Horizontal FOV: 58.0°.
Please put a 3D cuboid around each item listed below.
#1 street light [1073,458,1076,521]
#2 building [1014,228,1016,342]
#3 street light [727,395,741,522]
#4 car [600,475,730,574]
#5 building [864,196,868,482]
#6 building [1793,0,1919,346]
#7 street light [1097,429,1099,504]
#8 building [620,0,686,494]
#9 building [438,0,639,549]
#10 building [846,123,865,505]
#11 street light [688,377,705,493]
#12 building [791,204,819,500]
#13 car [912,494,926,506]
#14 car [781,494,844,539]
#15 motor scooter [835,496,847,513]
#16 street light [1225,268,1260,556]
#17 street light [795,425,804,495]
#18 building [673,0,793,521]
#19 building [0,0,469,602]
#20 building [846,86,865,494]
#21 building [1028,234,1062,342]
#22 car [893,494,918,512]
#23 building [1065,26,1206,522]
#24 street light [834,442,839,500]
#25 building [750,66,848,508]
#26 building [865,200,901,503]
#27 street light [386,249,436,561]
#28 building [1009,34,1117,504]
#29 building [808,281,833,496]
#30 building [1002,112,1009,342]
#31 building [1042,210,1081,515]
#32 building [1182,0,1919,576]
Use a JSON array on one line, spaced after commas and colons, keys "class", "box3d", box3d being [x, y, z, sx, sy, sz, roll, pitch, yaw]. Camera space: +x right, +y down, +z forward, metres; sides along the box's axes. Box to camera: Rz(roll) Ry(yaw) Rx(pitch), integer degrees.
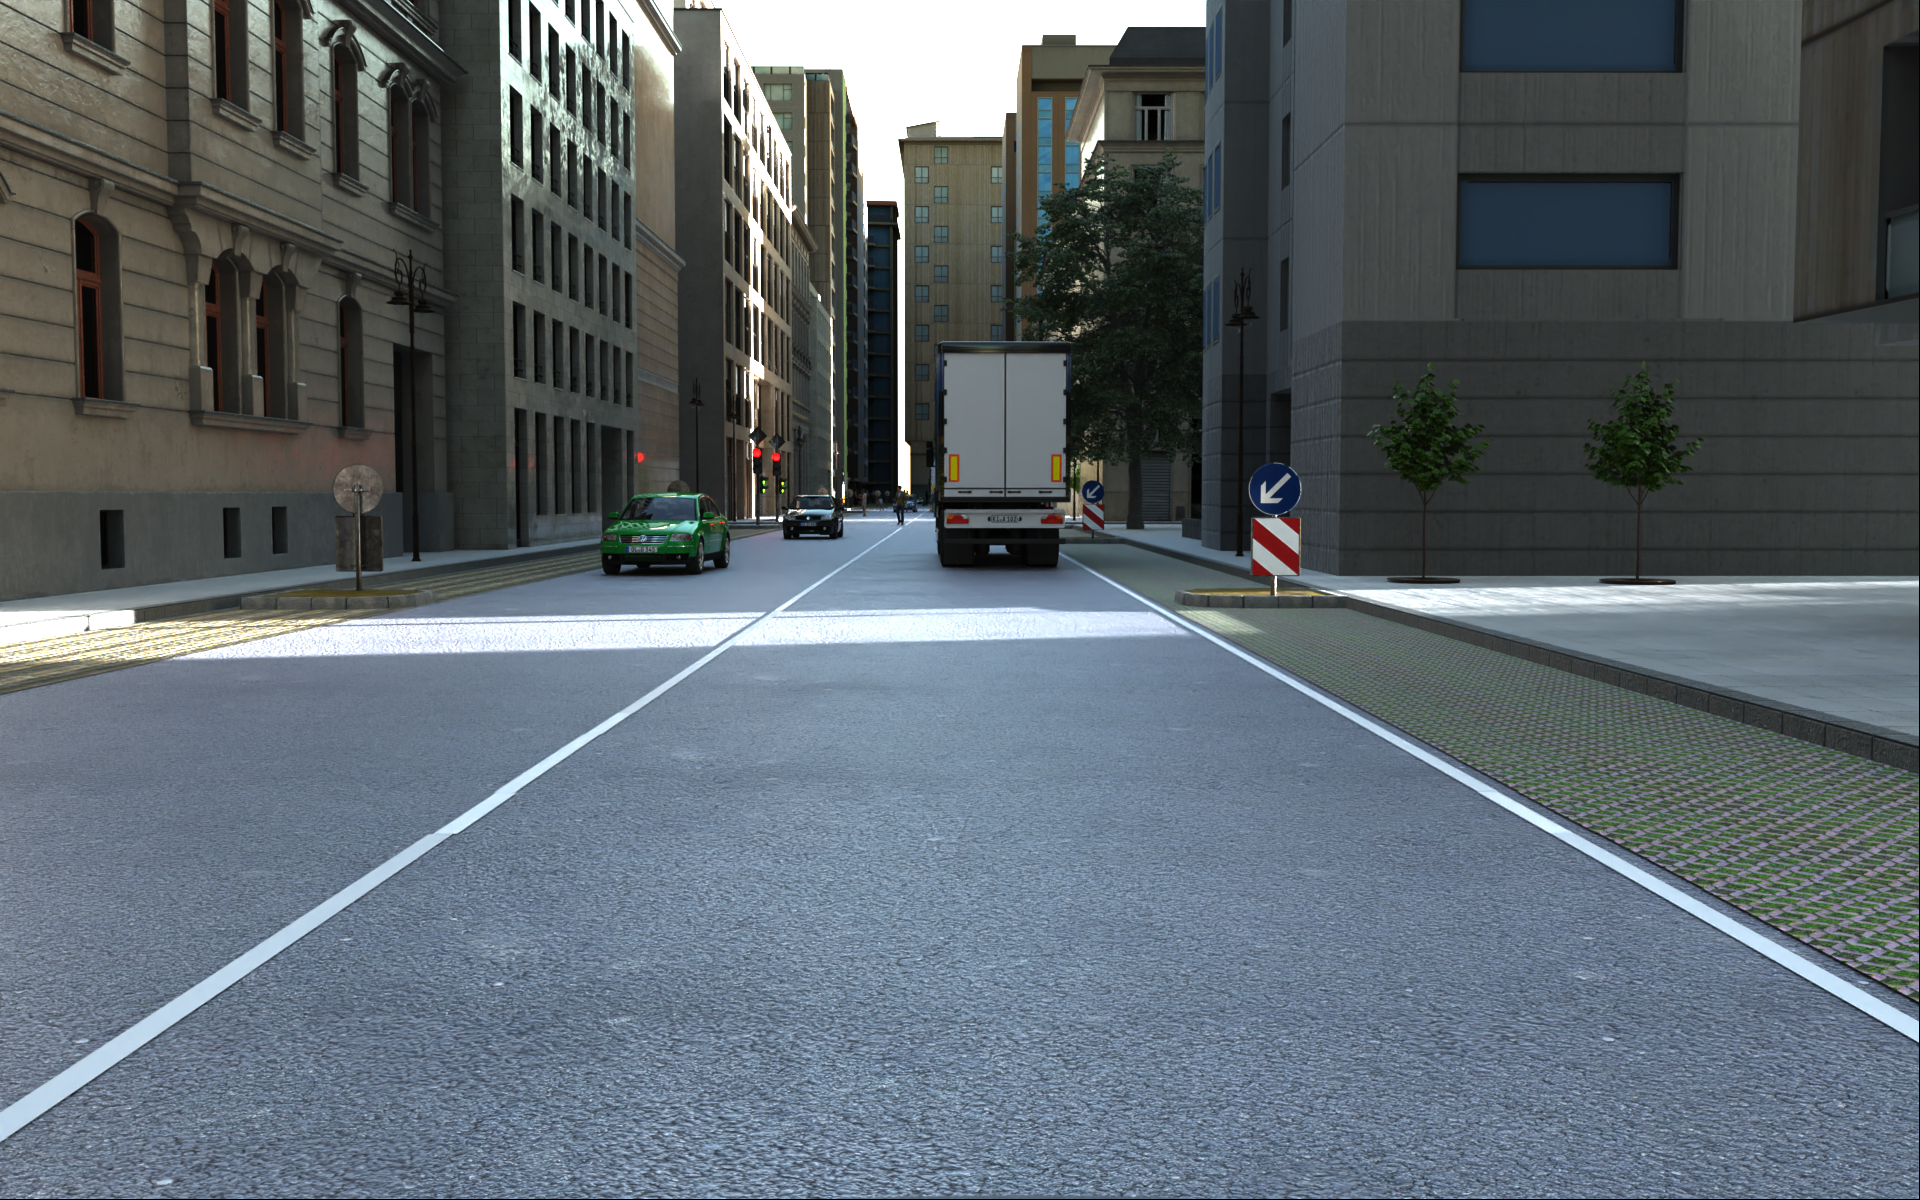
[{"class": "street light", "box3d": [5.550, -6.799, 83.944, 0.468, 5.910, 1.993, 0, 4, 0]}, {"class": "building", "box3d": [12.743, -25.310, 185.525, 14.160, 30.474, 14.107, 0, 4, 0]}, {"class": "street light", "box3d": [-10.509, -6.593, 80.585, 0.468, 5.910, 1.993, 0, 4, 0]}, {"class": "car", "box3d": [-5.444, -1.438, 32.314, 1.959, 1.807, 4.718, 0, 4, 2]}, {"class": "building", "box3d": [-18.975, -32.981, 222.839, 14.086, 41.232, 14.154, 0, 4, 0]}, {"class": "building", "box3d": [36.225, -23.174, 62.498, 14.086, 41.232, 14.154, 0, 4, 0]}, {"class": "street light", "box3d": [5.678, -6.019, 71.204, 0.468, 5.910, 1.993, 0, 4, 0]}, {"class": "building", "box3d": [-21.308, -17.086, 65.258, 20.117, 28.700, 13.634, 0, 4, 0]}, {"class": "building", "box3d": [-15.659, -11.802, 47.718, 10.420, 20.320, 16.860, 0, 4, 0]}, {"class": "building", "box3d": [-18.624, -33.926, 204.804, 14.600, 45.320, 14.200, 0, 4, 0]}, {"class": "street light", "box3d": [-10.401, -5.857, 68.551, 0.468, 5.910, 1.993, 0, 4, 0]}, {"class": "building", "box3d": [-16.268, -17.992, 123.049, 11.050, 23.489, 19.941, 0, 4, 0]}, {"class": "car", "box3d": [-5.075, -11.904, 206.428, 2.131, 1.459, 4.920, 0, 3, 0]}, {"class": "car", "box3d": [-4.768, -2.856, 56.481, 2.009, 1.686, 4.222, 0, 4, 0]}, {"class": "motor scooter", "box3d": [-8.358, -6.656, 121.604, 0.815, 1.314, 1.986, 0, 4, -1]}, {"class": "street light", "box3d": [5.770, -3.838, 35.546, 0.468, 5.910, 1.993, 0, 4, 0]}, {"class": "street light", "box3d": [-10.705, -8.738, 115.659, 0.468, 5.910, 1.993, 0, 4, 0]}, {"class": "building", "box3d": [-20.503, -17.824, 95.944, 19.350, 26.468, 34.151, 0, 4, 0]}, {"class": "building", "box3d": [-17.638, -14.673, 27.289, 14.401, 28.519, 23.554, 0, 4, 0]}, {"class": "building", "box3d": [-22.252, -32.325, 183.143, 22.147, 44.769, 28.867, 0, 4, 0]}, {"class": "building", "box3d": [12.579, -19.474, 137.492, 14.460, 24.649, 34.723, 0, 4, 0]}, {"class": "car", "box3d": [-4.286, -7.601, 136.281, 2.014, 1.417, 4.499, 0, 4, 1]}, {"class": "building", "box3d": [20.795, -15.528, 87.174, 30.059, 22.955, 16.112, 0, 4, 0]}, {"class": "street light", "box3d": [-10.769, -10.897, 150.946, 0.468, 5.910, 1.993, 0, 4, 0]}, {"class": "building", "box3d": [-18.004, -29.250, 161.833, 14.154, 41.232, 14.086, 0, 4, 0]}, {"class": "building", "box3d": [-23.104, -36.367, 249.229, 28.867, 44.769, 22.147, 0, 4, 0]}, {"class": "street light", "box3d": [-10.386, -3.677, 32.910, 0.468, 5.910, 1.993, 0, 4, 0]}, {"class": "building", "box3d": [12.675, -31.837, 170.651, 14.600, 45.320, 14.200, 0, 4, 0]}, {"class": "building", "box3d": [-16.262, -17.585, 142.274, 10.420, 20.320, 16.860, 0, 4, 0]}, {"class": "building", "box3d": [11.943, -33.594, 199.376, 14.600, 45.320, 14.200, 0, 4, 0]}, {"class": "building", "box3d": [10.982, -15.726, 111.874, 10.420, 20.320, 16.860, 0, 4, 0]}, {"class": "building", "box3d": [16.356, -30.418, 39.335, 21.231, 58.520, 28.212, 0, 4, 0]}]
